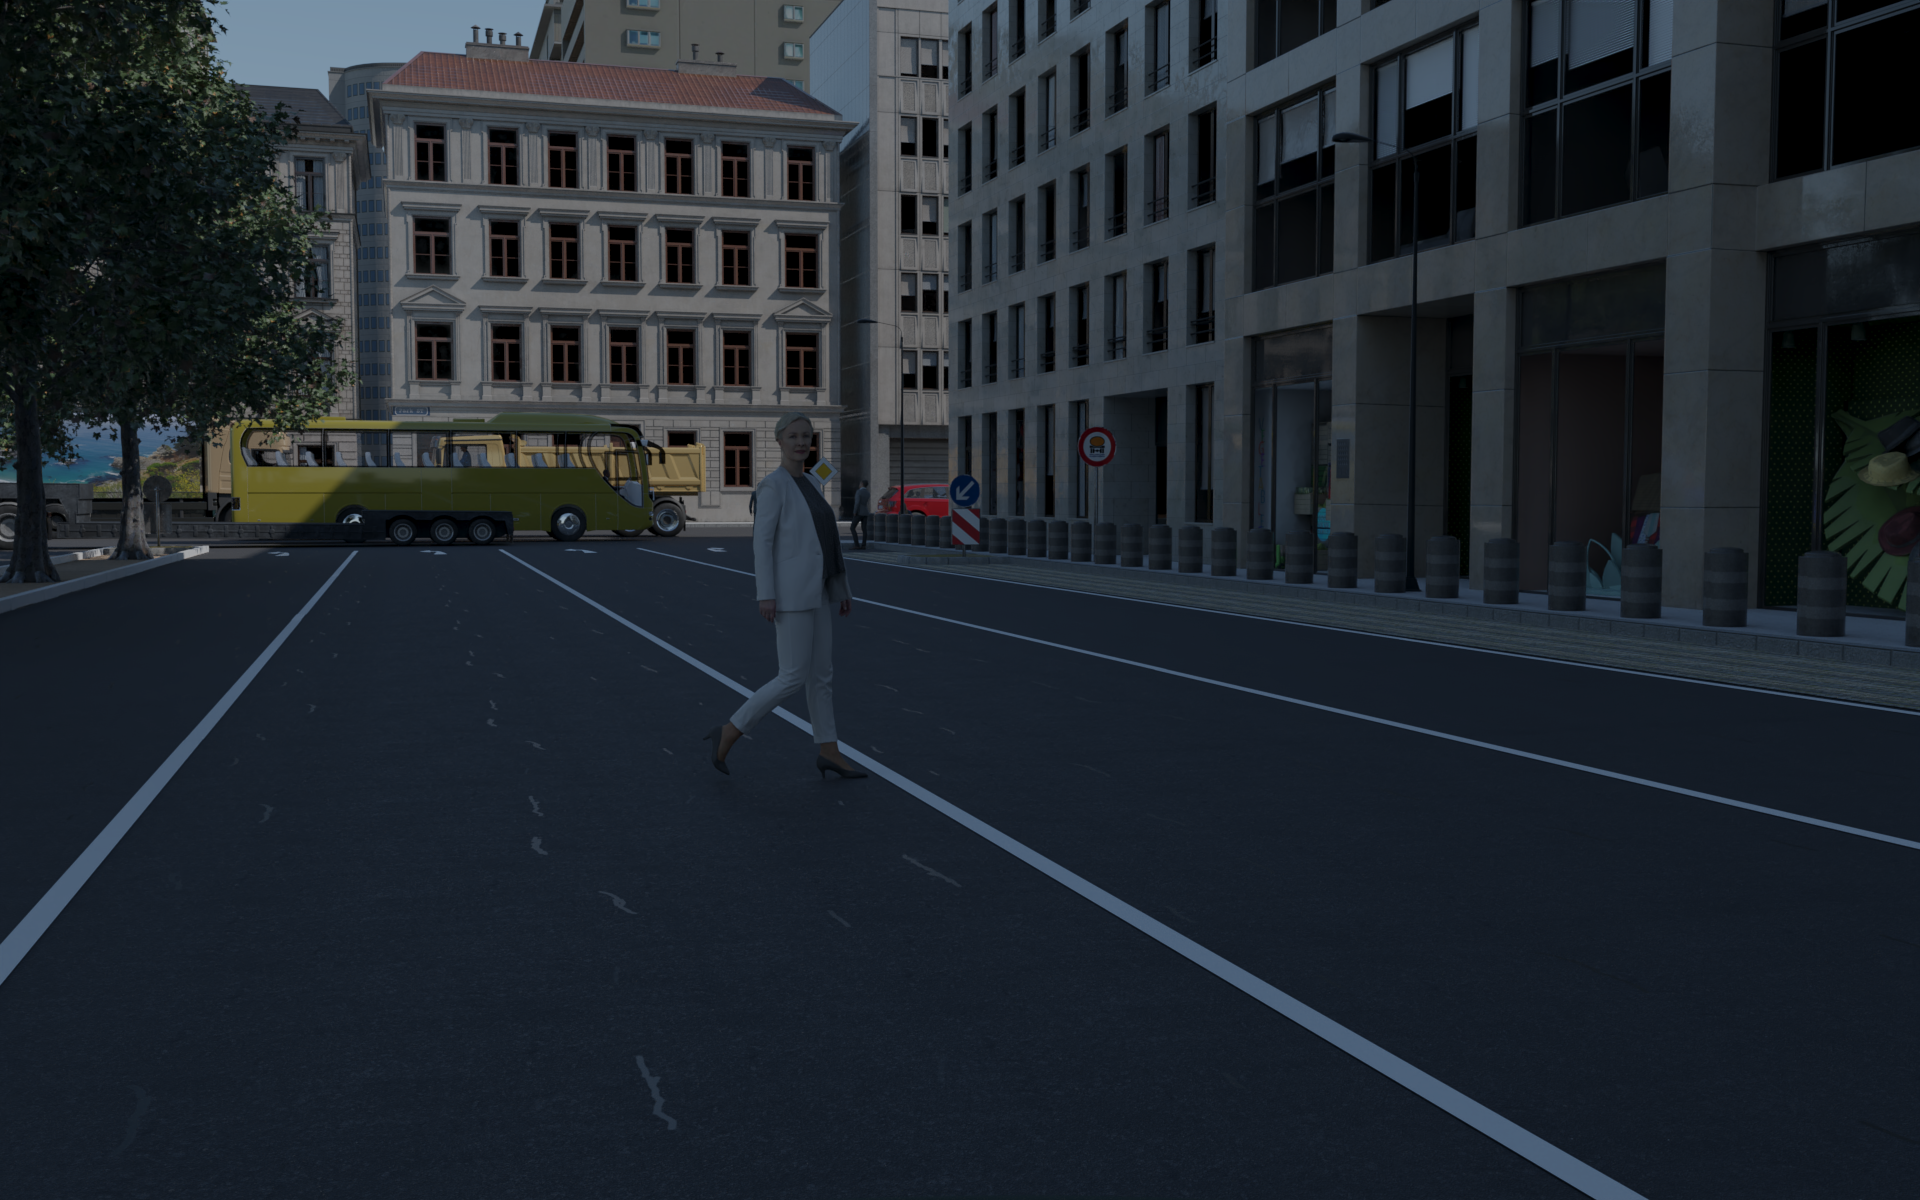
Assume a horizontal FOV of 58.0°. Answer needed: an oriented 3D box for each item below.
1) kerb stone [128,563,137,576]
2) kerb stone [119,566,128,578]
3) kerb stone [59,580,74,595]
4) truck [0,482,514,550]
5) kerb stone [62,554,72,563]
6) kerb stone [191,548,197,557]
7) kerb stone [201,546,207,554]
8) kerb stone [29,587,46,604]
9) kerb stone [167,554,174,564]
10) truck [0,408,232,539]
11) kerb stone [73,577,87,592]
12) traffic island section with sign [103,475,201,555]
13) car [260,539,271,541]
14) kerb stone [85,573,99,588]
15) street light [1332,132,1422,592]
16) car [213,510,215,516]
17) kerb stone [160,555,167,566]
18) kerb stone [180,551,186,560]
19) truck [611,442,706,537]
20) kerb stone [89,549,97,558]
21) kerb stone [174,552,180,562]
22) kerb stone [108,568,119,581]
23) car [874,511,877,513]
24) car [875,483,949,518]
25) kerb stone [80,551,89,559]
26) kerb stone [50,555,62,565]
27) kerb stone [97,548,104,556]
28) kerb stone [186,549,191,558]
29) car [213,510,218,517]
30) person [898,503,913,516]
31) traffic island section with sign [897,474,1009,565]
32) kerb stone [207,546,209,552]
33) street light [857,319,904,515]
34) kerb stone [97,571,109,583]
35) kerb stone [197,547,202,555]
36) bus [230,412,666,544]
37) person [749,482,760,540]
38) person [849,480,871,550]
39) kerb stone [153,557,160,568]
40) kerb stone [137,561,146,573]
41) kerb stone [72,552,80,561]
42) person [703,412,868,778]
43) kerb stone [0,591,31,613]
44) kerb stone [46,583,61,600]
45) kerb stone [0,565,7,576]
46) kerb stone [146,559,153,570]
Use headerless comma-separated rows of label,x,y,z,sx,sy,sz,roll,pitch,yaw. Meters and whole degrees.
kerb stone,-14.737,-0.516,30.633,0.120,0.150,1.000,-1,4,-18
kerb stone,-14.427,-0.456,29.654,0.120,0.150,1.000,-1,4,-18
kerb stone,-12.861,-0.156,24.760,0.120,0.150,1.000,-1,4,-18
truck,-21.632,-3.441,46.023,18.799,4.110,2.967,-1,4,-19
kerb stone,-18.631,-0.838,35.904,0.120,0.150,1.000,-1,4,-18
kerb stone,-17.567,-1.055,39.458,0.120,0.150,1.000,-1,4,-18
kerb stone,-18.195,-1.176,41.418,0.120,0.150,1.000,-1,4,-18
kerb stone,-12.224,-0.036,22.788,0.120,0.150,1.000,-1,4,-18
kerb stone,-16.316,-0.817,35.546,0.120,0.150,1.000,-1,4,-18
truck,-27.146,-4.146,56.698,11.283,4.237,2.839,-1,4,-18
kerb stone,-13.172,-0.215,25.738,0.120,0.150,1.000,-1,4,-18
traffic island section with sign,-19.398,-2.052,41.694,2.006,1.907,1.989,-1,4,-18
car,-20.478,-2.730,54.415,4.222,1.686,2.009,-1,4,-17
kerb stone,-13.484,-0.277,26.723,0.120,0.150,1.000,-1,4,-18
street light,5.433,-3.059,22.562,1.470,5.913,1.316,-1,4,-18
car,-28.846,-3.358,64.686,4.222,1.686,2.009,-1,4,-18
kerb stone,-16.003,-0.757,34.565,0.120,0.150,1.000,-1,4,-18
kerb stone,-16.935,-0.936,37.503,0.120,0.150,1.000,-1,4,-18
truck,-13.538,-3.785,57.805,9.791,3.379,3.469,-1,4,-16
kerb stone,-19.575,-1.012,38.841,0.120,0.150,1.000,-1,4,-18
kerb stone,-16.627,-0.876,36.524,0.120,0.150,1.000,-1,4,-18
kerb stone,-14.115,-0.396,28.676,0.120,0.150,1.000,-1,4,-18
car,-1.375,-3.599,70.840,4.499,1.417,2.014,-1,4,-19
car,-0.445,-3.326,63.059,5.304,1.827,2.281,-1,4,-18
kerb stone,-19.260,-0.958,37.864,0.120,0.150,1.000,-1,4,-18
kerb stone,-18.317,-0.779,34.927,0.120,0.150,1.000,-1,4,-18
kerb stone,-19.891,-1.077,39.821,0.120,0.150,1.000,-1,4,-18
kerb stone,-17.257,-0.996,38.478,0.120,0.150,1.000,-1,4,-18
car,-23.921,-3.045,61.577,4.920,1.459,2.131,-1,4,-18
person,-1.789,-2.722,58.507,1.012,1.151,0.738,0,4,7
traffic island section with sign,-0.232,-1.663,35.821,1.989,1.847,2.006,-1,4,-18
kerb stone,-18.509,-1.235,42.396,0.120,0.150,1.000,-1,4,-18
street light,-2.064,-4.506,46.207,1.470,5.913,1.316,-1,4,-18
kerb stone,-13.804,-0.334,27.698,0.120,0.150,1.000,-1,4,-18
kerb stone,-17.886,-1.109,40.434,0.120,0.150,1.000,-1,4,-18
bus,-15.186,-3.697,51.987,12.252,3.916,2.896,-1,4,-18
person,-6.202,-2.755,53.724,0.661,1.801,0.590,0,4,6
person,-2.585,-2.202,44.686,0.592,1.802,0.473,-3,4,-39
kerb stone,-15.684,-0.696,33.575,0.120,0.150,1.000,-1,4,-18
kerb stone,-15.055,-0.576,31.621,0.120,0.150,1.000,-1,4,-18
kerb stone,-18.948,-0.898,36.880,0.120,0.150,1.000,-1,4,-18
person,-0.875,-0.019,8.683,0.818,1.842,0.514,0,4,3
kerb stone,-11.906,0.023,21.812,0.120,0.150,1.000,-1,4,-18
kerb stone,-12.536,-0.096,23.773,0.120,0.150,1.000,-1,4,-18
kerb stone,-17.061,-0.539,31.014,0.120,0.150,1.000,-1,4,-18
kerb stone,-15.368,-0.636,32.598,0.120,0.150,1.000,-1,4,-18
